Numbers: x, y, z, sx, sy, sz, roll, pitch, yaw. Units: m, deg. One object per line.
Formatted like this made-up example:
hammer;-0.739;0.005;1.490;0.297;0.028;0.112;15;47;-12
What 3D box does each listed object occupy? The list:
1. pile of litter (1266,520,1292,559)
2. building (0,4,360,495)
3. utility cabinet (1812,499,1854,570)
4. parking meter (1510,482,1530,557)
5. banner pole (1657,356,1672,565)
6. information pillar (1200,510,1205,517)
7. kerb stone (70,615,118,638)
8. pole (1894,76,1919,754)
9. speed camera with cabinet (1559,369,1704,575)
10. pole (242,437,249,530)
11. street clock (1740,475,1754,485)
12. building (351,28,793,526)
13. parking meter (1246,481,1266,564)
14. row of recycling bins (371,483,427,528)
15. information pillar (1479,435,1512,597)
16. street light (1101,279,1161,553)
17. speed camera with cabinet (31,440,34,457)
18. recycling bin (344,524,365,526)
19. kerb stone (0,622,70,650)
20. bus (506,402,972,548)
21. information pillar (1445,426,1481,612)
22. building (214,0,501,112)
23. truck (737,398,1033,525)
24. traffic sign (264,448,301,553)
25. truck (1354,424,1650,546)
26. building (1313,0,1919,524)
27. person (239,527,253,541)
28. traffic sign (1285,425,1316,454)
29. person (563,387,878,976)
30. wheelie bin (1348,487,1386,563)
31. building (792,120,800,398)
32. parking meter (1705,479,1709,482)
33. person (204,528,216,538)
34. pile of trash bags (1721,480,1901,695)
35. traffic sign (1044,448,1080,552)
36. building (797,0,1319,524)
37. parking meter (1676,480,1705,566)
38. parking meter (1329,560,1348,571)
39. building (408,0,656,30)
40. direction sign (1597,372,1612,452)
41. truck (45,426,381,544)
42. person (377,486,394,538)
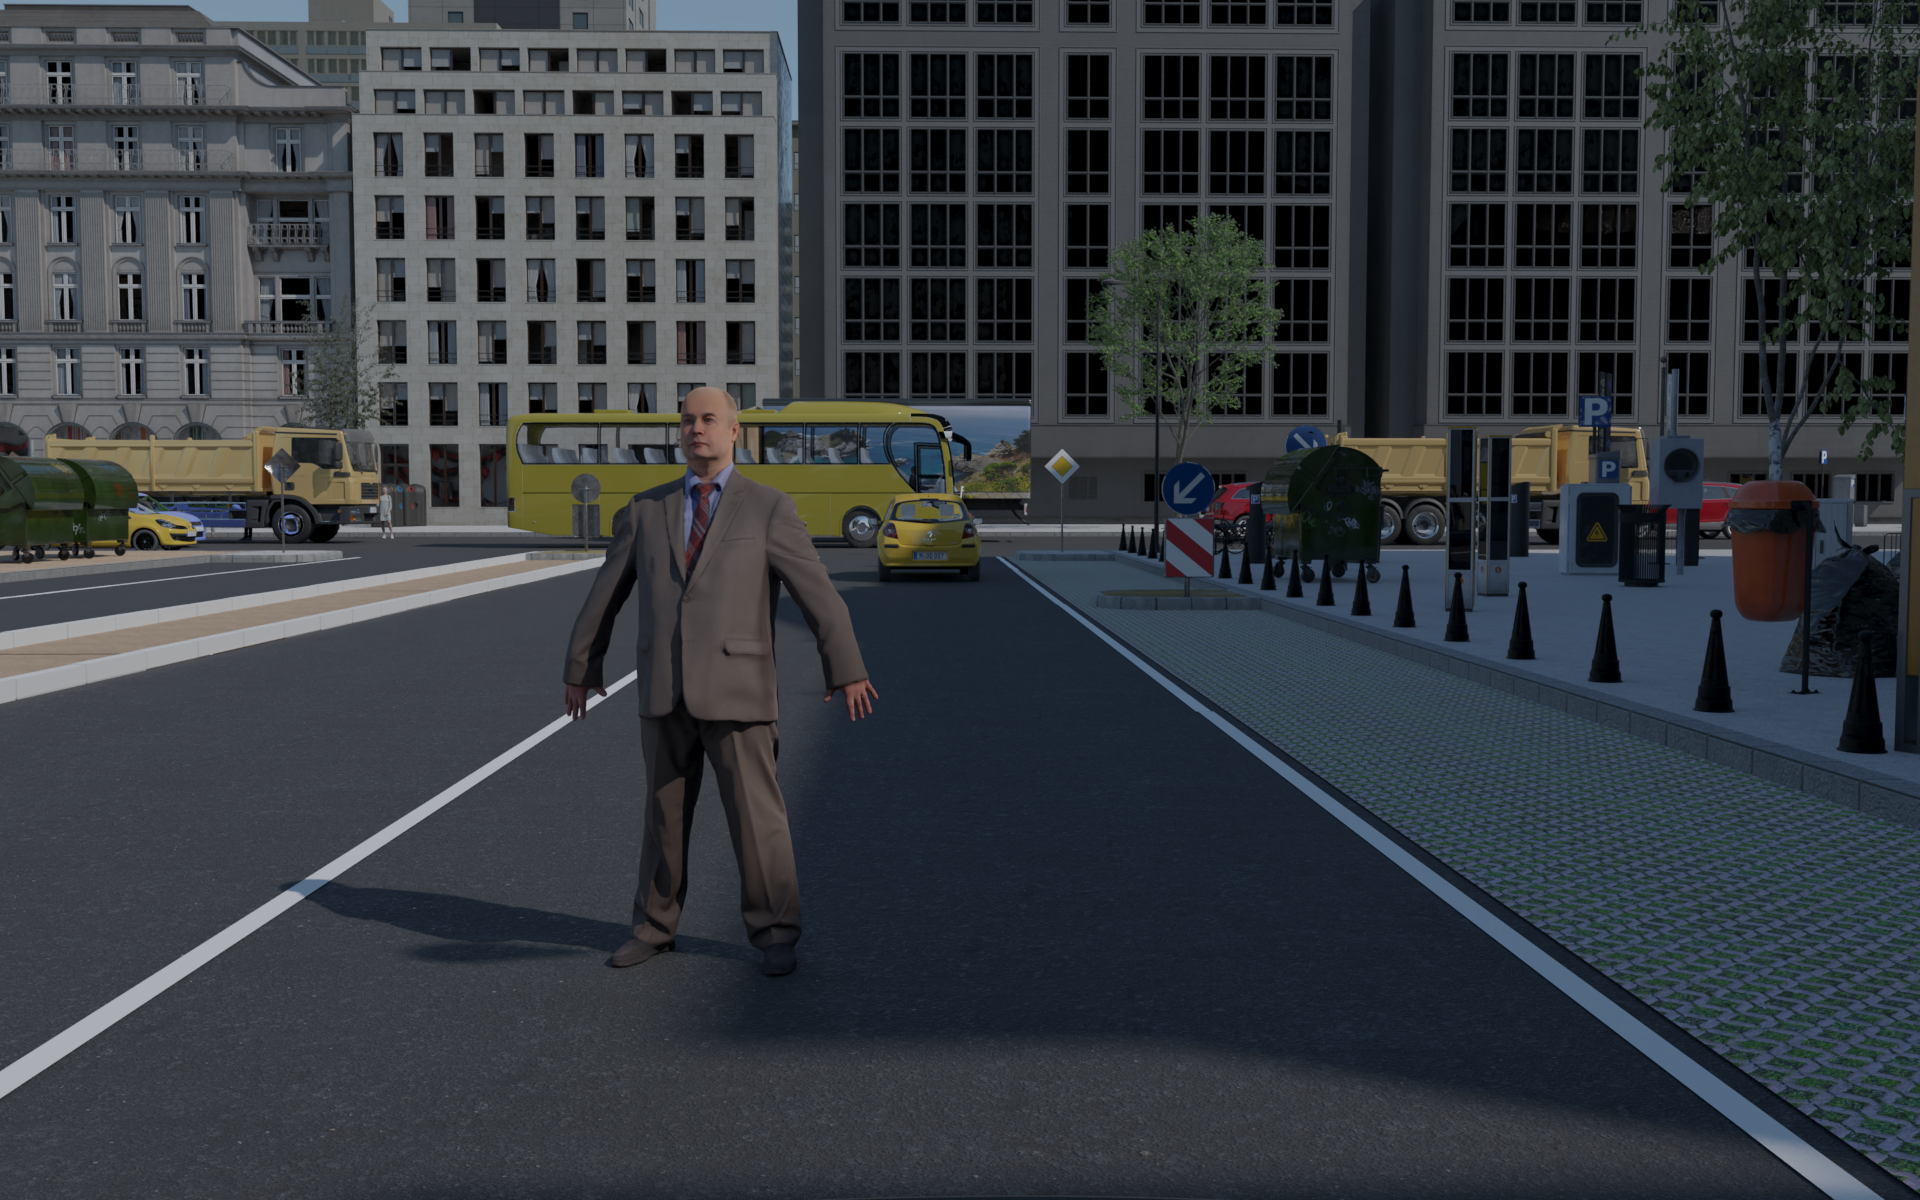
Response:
pile of litter;6.547;-1.259;34.542;1.176;0.858;1.719;-3;4;-36
building;-36.500;-14.324;76.005;24.055;21.916;13.314;0;4;-1
utility cabinet;11.844;-0.794;24.143;1.020;1.237;0.306;3;5;41
parking meter;11.443;-1.651;35.397;0.372;1.533;0.369;0;3;0
banner pole;12.943;-2.550;31.714;0.863;3.779;0.401;-3;5;-45
information pillar;9.695;-3.941;68.935;0.304;2.012;0.304;1;4;10
kerb stone;-8.876;0.281;17.602;0.120;0.150;1.000;0;4;-1
pole;4.769;-0.897;8.516;0.158;3.312;0.155;0;3;0
speed camera with cabinet;10.614;-2.022;27.393;2.038;3.252;0.660;0;4;7
pole;-25.540;-4.169;62.007;0.158;3.312;0.155;0;3;0
street clock;30.031;-3.767;66.163;0.471;2.002;0.358;2;4;29
building;-16.005;-13.465;74.910;16.860;20.320;10.420;0;4;-1
parking meter;5.461;-1.440;31.960;0.372;1.533;0.369;0;3;0
row of recycling bins;-21.998;-3.710;67.774;1.069;1.692;3.534;1;4;10
information pillar;6.702;-1.055;21.735;0.304;2.012;0.304;-1;4;-8
street light;3.751;-3.983;37.661;1.470;5.913;1.316;0;4;-1
speed camera with cabinet;-33.413;-4.195;62.921;0.660;3.252;2.038;-2;4;-31
recycling bin;-24.314;-3.484;69.516;0.722;1.027;0.722;-2;4;-27
kerb stone;-8.850;0.344;16.569;0.120;0.150;1.000;0;4;-1
bus;-5.818;-3.374;46.717;12.252;3.916;2.896;0;3;0
information pillar;5.478;-0.883;18.931;0.304;2.012;0.304;1;4;19
building;-46.487;-27.326;138.664;32.217;40.220;23.993;0;4;-1
truck;-3.523;-3.855;51.947;11.283;4.237;2.839;0;4;-1
traffic sign;-14.744;-2.083;37.698;0.795;2.450;0.064;0;4;-1
truck;15.287;-3.268;49.362;9.791;3.379;3.469;0;4;-1
building;29.682;-17.376;77.603;24.014;27.812;14.314;0;4;-1
person;-22.161;-2.713;53.555;0.576;1.737;0.504;3;5;41
traffic sign;6.384;-1.952;32.024;0.768;2.556;0.104;0;4;4
person;-0.750;0.233;5.244;0.990;1.755;0.434;1;4;13
wheelie bin;7.507;-1.496;32.362;0.693;1.594;0.980;-1;4;-23
building;-21.254;-39.958;242.545;27.495;52.752;28.713;0;4;-1
parking meter;28.611;-3.733;66.741;0.399;1.863;0.255;0;4;0
person;-24.789;-2.962;57.103;0.511;1.800;0.466;-3;4;-36
pile of trash bags;6.573;-0.136;11.979;3.447;1.369;1.912;-2;4;-28
traffic sign;2.245;-2.109;38.121;0.795;2.450;0.064;0;4;-1
building;5.034;-17.377;77.615;24.014;27.812;14.314;0;4;-1
parking meter;13.014;-1.543;30.933;0.255;1.863;0.399;-1;4;-8
parking meter;6.312;-1.261;29.022;0.372;1.533;0.369;0;3;0
building;-41.877;-44.988;173.808;20.611;71.187;20.563;0;4;-1
direction sign;12.057;-2.474;32.450;0.379;3.537;0.876;2;4;34
truck;-21.324;-3.359;50.838;9.791;3.379;3.469;0;4;0
person;-18.591;-2.843;55.989;0.512;1.701;0.522;-1;4;-18
